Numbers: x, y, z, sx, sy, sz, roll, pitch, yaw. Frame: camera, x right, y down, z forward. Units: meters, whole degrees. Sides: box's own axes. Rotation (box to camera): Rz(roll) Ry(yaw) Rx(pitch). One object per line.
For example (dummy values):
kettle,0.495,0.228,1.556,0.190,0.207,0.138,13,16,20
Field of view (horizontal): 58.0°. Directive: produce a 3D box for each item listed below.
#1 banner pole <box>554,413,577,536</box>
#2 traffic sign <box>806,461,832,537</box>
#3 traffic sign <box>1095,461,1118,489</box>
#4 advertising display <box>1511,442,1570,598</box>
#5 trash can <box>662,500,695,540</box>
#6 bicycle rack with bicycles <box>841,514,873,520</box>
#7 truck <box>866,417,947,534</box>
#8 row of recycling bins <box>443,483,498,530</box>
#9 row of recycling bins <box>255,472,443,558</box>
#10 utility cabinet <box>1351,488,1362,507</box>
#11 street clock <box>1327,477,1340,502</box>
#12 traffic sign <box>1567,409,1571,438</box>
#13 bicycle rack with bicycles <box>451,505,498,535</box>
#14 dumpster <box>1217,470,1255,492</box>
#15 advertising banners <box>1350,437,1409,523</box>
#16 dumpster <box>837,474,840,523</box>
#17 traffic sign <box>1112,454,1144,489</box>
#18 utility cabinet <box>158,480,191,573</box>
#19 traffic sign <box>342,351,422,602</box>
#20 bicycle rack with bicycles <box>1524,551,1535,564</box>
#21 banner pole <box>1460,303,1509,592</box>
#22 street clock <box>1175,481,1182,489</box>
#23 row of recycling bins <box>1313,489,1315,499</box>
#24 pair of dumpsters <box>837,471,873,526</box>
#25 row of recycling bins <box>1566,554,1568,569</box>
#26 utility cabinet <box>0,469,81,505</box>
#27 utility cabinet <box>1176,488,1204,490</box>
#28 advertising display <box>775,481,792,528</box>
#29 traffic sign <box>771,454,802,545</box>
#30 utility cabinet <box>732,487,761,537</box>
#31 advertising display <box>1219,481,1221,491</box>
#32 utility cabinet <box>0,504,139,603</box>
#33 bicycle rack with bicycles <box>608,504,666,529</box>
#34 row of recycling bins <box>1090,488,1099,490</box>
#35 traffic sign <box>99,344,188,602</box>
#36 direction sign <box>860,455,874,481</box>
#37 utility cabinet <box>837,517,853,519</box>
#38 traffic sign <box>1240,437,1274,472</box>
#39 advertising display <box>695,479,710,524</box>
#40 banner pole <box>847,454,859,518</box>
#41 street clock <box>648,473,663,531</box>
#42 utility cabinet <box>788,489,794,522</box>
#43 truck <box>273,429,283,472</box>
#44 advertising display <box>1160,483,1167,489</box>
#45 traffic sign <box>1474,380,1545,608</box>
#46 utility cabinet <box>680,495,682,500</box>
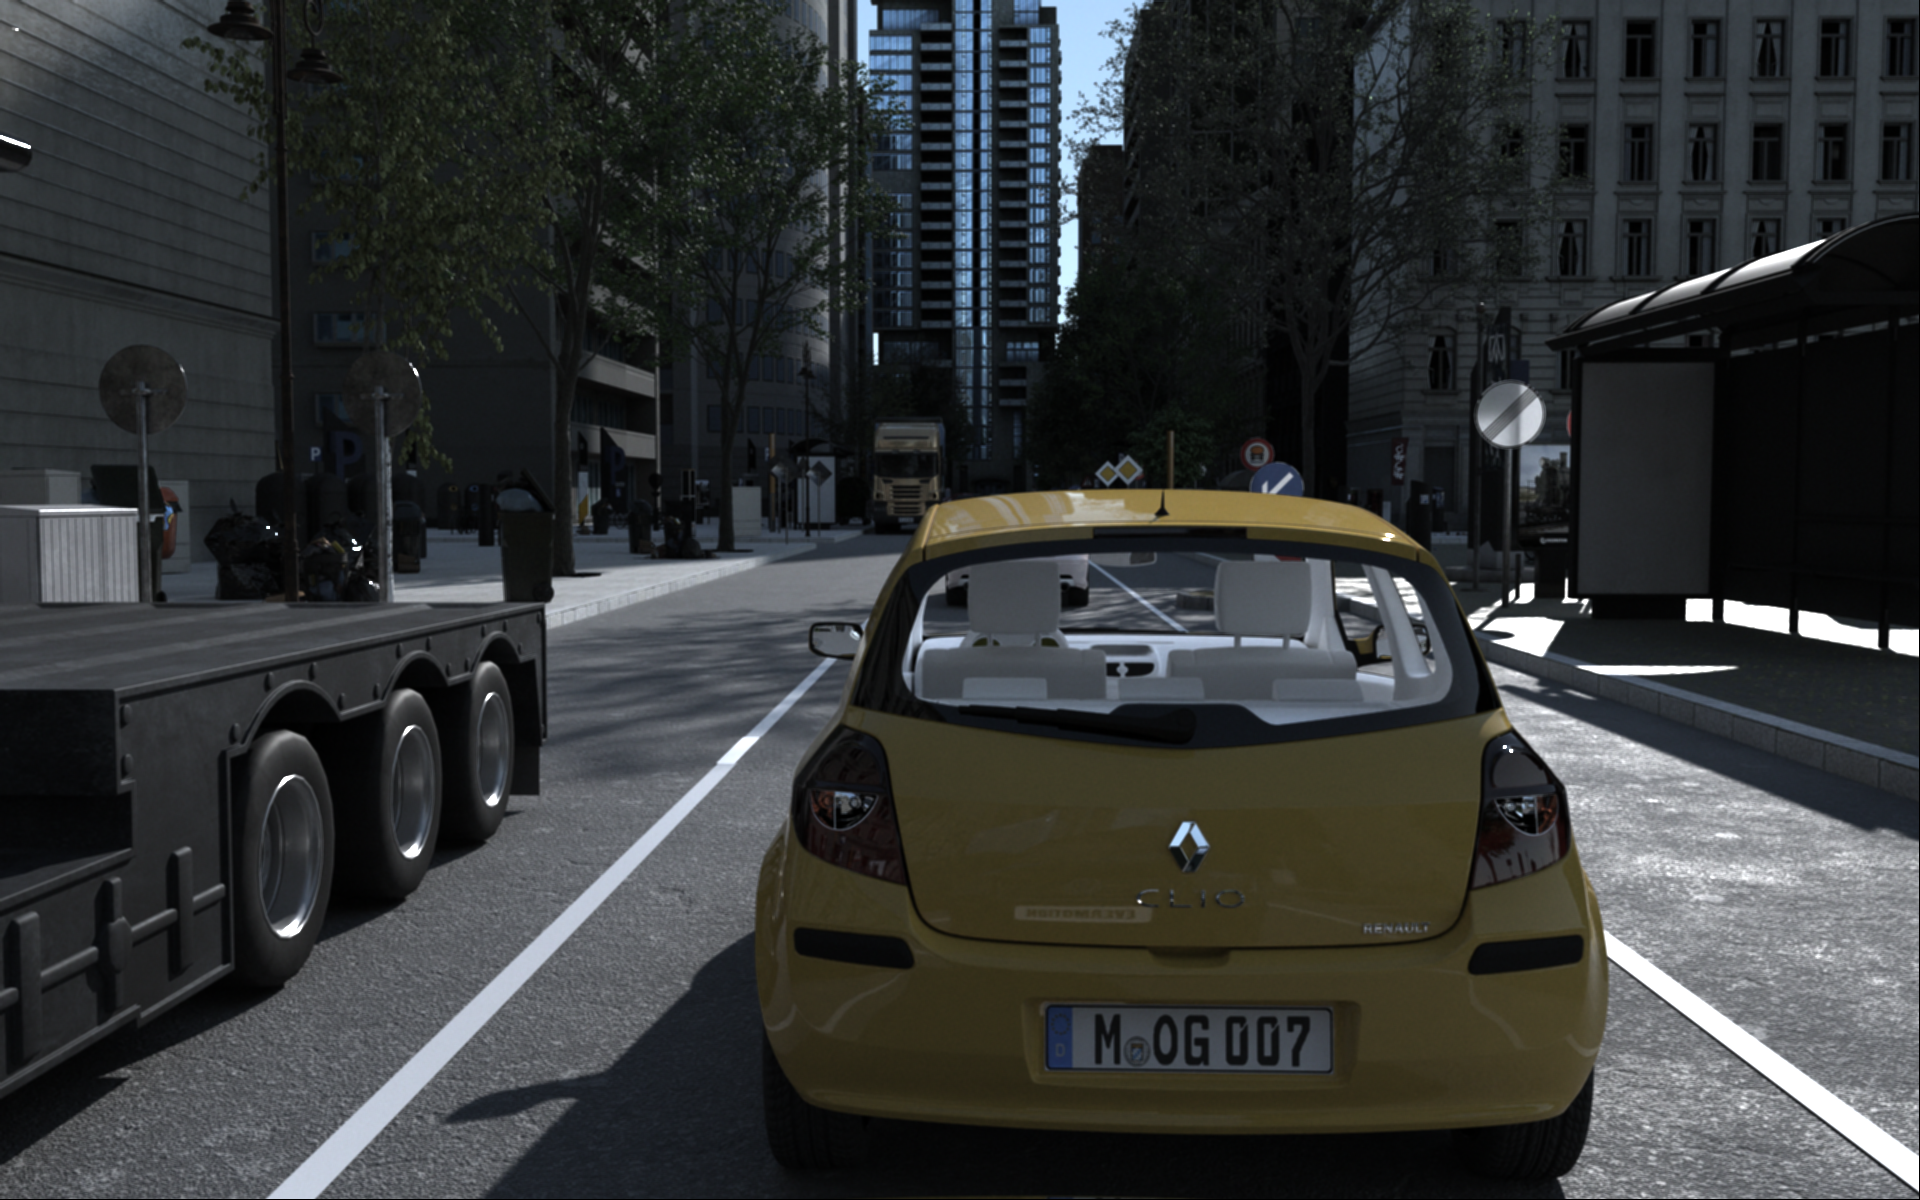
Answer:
banner pole,-12.146,-3.864,53.195,0.401,3.779,0.863,2,4,33
traffic sign,-4.229,-2.957,51.983,0.795,2.450,0.064,0,4,1
traffic sign,4.413,-2.944,51.776,0.795,2.450,0.064,0,4,1
advertising display,7.287,-0.987,21.347,0.974,1.923,0.123,0,4,-8
trash can,-6.573,-1.763,40.480,0.748,1.137,0.748,0,3,0
bicycle rack with bicycles,-5.174,-4.296,83.622,2.925,0.926,2.852,0,4,-6
truck,-1.850,-4.662,65.142,2.839,4.237,11.283,0,4,0
row of recycling bins,-17.203,-3.420,63.032,3.534,1.692,1.069,-1,4,-11
row of recycling bins,-11.859,-1.612,33.472,1.069,1.692,3.534,2,4,35
utility cabinet,13.895,-3.210,61.161,0.318,1.500,1.173,2,4,28
street clock,15.688,-4.176,72.840,0.471,2.002,0.358,2,4,33
traffic sign,7.997,-1.324,21.755,0.768,2.556,0.104,1,4,11
bicycle rack with bicycles,-15.302,-2.590,55.722,2.852,0.926,2.925,1,4,14
dumpster,6.925,-2.193,41.619,1.264,1.857,1.865,0,4,1
advertising banners,12.870,-3.525,53.818,2.074,3.025,0.090,1,4,22
dumpster,-5.841,-4.523,76.445,1.502,2.255,1.985,0,4,1
traffic sign,4.240,-2.456,43.793,0.795,2.450,0.064,0,4,1
utility cabinet,-12.872,-1.158,27.619,0.318,1.500,1.173,2,4,23
traffic sign,-5.148,-0.936,15.413,0.768,2.556,0.104,1,4,11
bicycle rack with bicycles,10.992,-1.142,32.048,2.925,0.926,2.852,1,4,16
banner pole,6.901,-1.995,22.632,0.401,3.779,0.863,-1,4,-15
street clock,9.485,-4.321,75.211,0.471,2.002,0.358,-1,4,-20
row of recycling bins,11.448,-3.440,63.362,3.534,1.692,1.069,-2,4,-23
pair of dumpsters,-4.353,-4.261,72.156,1.574,2.255,4.437,0,4,1
row of recycling bins,11.303,-1.311,28.547,1.069,1.692,3.534,-1,4,-23
utility cabinet,-8.236,-0.421,15.559,1.173,1.500,0.318,3,5,44
utility cabinet,8.674,-3.495,65.816,1.173,1.500,0.318,-2,4,-26
advertising display,-6.794,-3.735,66.283,0.123,1.923,0.974,3,4,37
traffic sign,-4.402,-2.468,44.000,0.795,2.450,0.064,0,4,1
utility cabinet,-6.489,-2.638,51.803,0.318,1.500,1.173,3,5,41
advertising display,13.515,-5.023,87.344,0.974,1.923,0.123,0,4,7
utility cabinet,-5.133,0.071,10.002,0.306,1.237,1.020,0,4,3
bicycle rack with bicycles,-11.789,-3.117,64.352,2.925,0.926,2.852,3,4,37
row of recycling bins,9.470,-6.605,115.100,1.069,1.692,3.534,2,4,27
traffic sign,-6.963,-0.897,14.775,0.768,2.556,0.104,0,4,2
direction sign,-5.440,-6.707,101.657,0.876,3.537,0.379,1,4,19
utility cabinet,-6.043,-4.865,90.698,1.020,1.237,0.306,3,5,43
traffic sign,6.691,-2.385,39.102,0.768,2.556,0.104,0,4,2
advertising display,-11.125,-4.188,73.687,0.974,1.923,0.123,-1,4,-15
banner pole,-5.792,-6.391,94.516,0.863,3.779,0.401,-1,4,-12
street clock,-10.623,-3.420,60.490,0.471,2.002,0.358,0,4,-1
utility cabinet,-7.632,-4.304,79.048,1.173,1.500,0.318,3,5,41
truck,-23.134,-3.200,48.240,9.791,3.379,3.469,0,4,0
advertising display,10.178,-4.824,84.087,0.974,1.923,0.123,3,4,36
traffic sign,6.151,-1.183,19.455,0.768,2.556,0.104,0,4,8
utility cabinet,-12.381,-4.198,79.803,1.020,1.237,0.306,1,4,19
